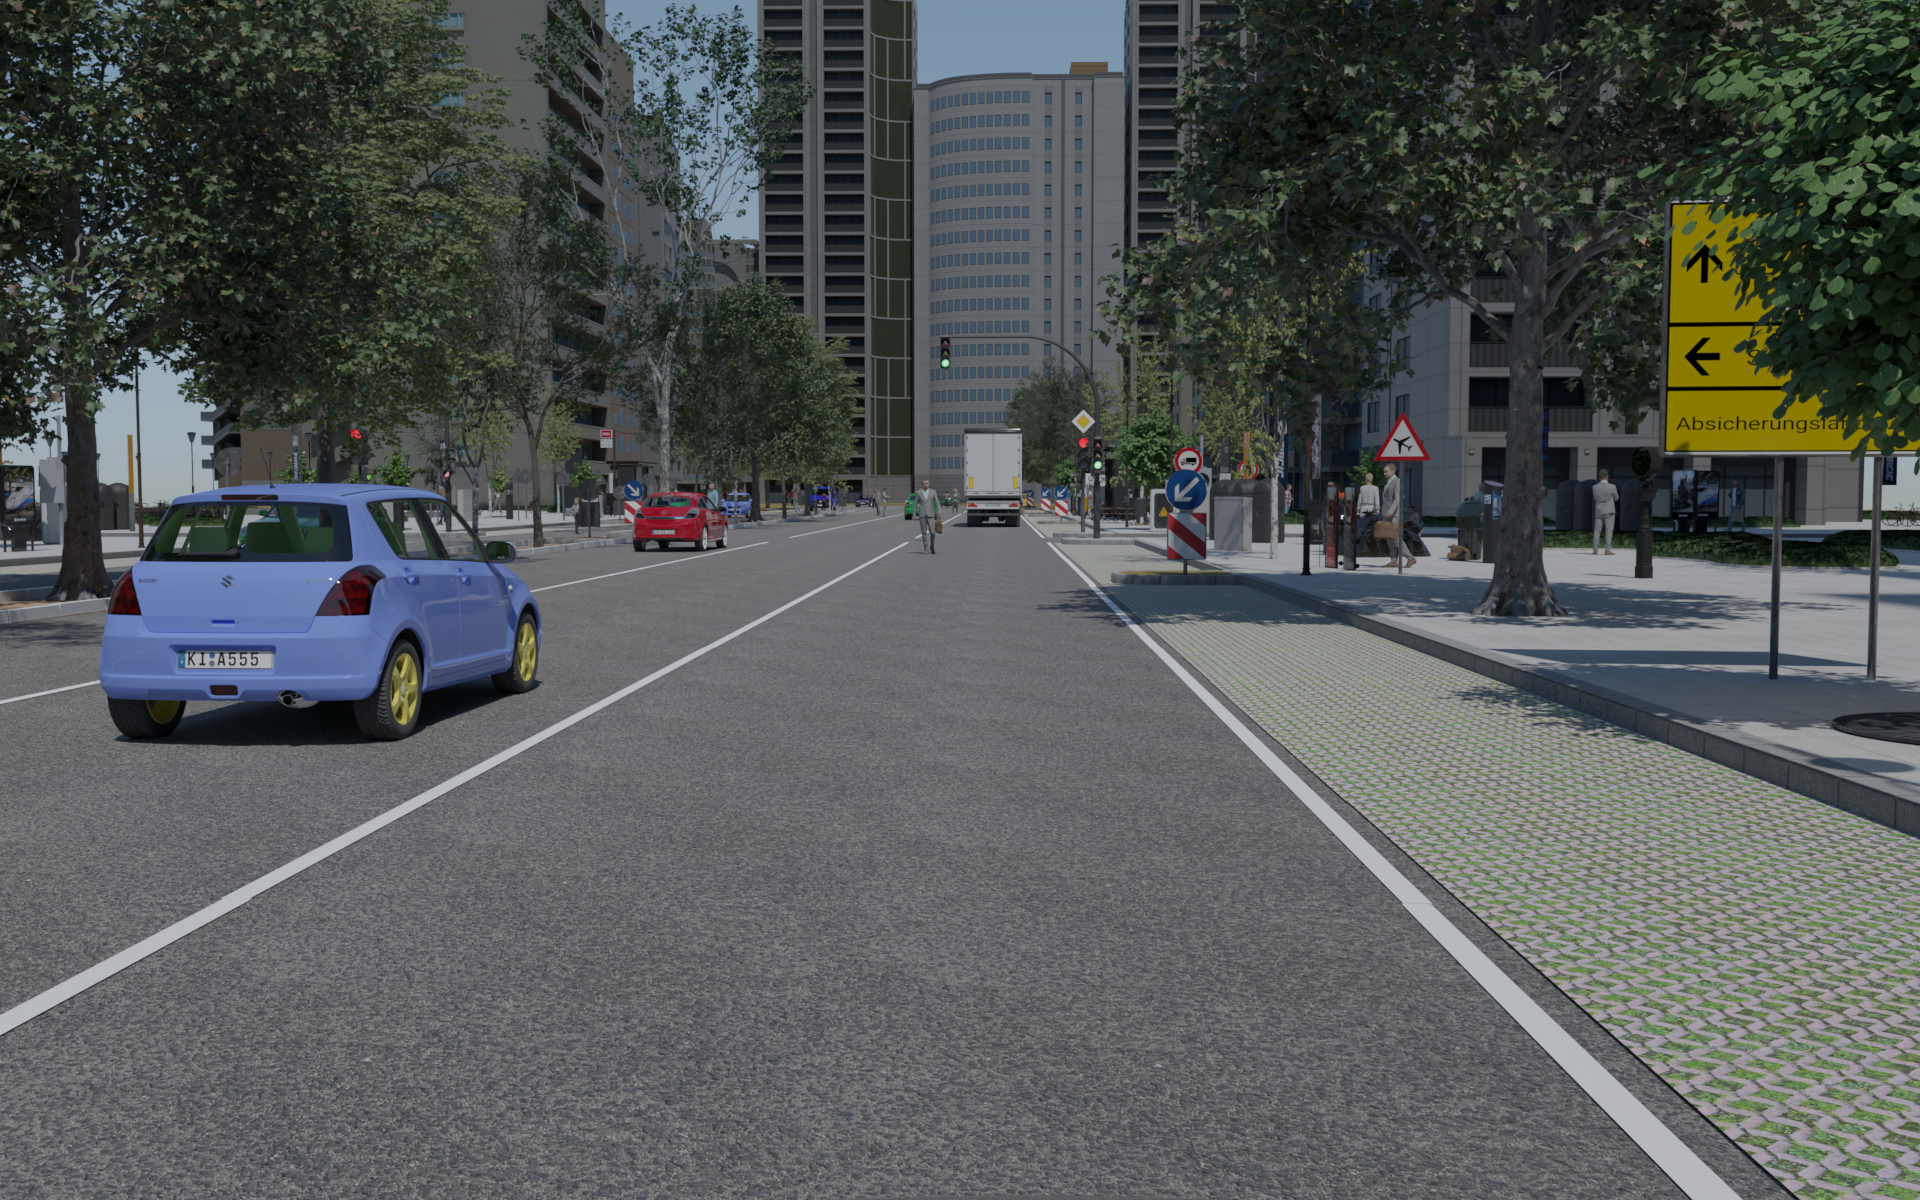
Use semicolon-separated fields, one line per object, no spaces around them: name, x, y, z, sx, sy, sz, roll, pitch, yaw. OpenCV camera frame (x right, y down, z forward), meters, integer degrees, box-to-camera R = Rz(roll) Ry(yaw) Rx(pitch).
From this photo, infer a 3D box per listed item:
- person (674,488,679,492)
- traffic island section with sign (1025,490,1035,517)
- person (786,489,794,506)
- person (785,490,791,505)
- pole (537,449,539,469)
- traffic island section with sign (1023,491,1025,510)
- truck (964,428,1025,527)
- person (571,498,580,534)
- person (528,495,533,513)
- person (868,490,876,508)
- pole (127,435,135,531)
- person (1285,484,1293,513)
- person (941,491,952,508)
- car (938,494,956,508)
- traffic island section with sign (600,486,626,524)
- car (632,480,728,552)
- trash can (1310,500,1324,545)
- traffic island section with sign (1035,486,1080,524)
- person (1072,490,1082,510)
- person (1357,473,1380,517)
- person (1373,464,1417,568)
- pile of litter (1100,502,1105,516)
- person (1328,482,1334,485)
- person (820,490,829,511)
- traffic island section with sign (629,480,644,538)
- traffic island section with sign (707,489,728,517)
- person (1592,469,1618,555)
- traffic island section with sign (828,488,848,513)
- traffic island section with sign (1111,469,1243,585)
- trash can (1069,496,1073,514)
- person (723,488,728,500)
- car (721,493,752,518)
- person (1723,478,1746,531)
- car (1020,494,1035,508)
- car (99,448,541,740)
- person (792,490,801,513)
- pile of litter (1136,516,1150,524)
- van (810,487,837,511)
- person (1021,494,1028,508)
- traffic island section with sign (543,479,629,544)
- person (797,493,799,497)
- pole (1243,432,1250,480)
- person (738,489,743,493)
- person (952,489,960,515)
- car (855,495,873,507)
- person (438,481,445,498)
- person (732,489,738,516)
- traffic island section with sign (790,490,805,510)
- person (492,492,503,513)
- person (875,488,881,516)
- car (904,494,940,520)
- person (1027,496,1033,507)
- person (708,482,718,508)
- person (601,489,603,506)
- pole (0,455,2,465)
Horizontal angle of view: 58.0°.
person;-19.585;-6.897;119.009;0.583;1.804;0.606;2;4;27
traffic island section with sign;5.278;-6.159;109.319;1.989;1.847;2.006;0;4;1
person;-17.604;-10.776;182.171;1.348;1.831;0.705;1;4;18
person;-20.251;-11.985;202.512;0.721;1.766;1.217;3;5;39
pole;-18.651;-5.040;76.251;0.158;3.312;0.155;0;3;0
traffic island section with sign;6.413;-9.261;160.043;1.989;1.847;2.006;0;4;1
truck;1.573;-5.523;79.211;2.839;4.237;11.283;0;4;2
person;-13.717;-3.019;62.136;0.475;1.303;0.640;-2;4;-27
person;-28.947;-6.491;116.838;0.362;1.253;0.373;1;4;12
person;-8.741;-10.303;176.971;1.348;1.823;0.705;1;4;10
pole;-28.448;-4.012;59.438;0.158;3.312;0.155;0;3;0
person;14.711;-4.352;78.041;0.643;1.720;0.563;0;4;2
person;-1.326;-10.313;177.824;1.217;1.736;0.721;1;4;14
car;-1.258;-10.340;180.858;2.131;1.459;4.920;0;4;0
traffic island section with sign;-16.335;-4.539;82.847;1.989;1.847;2.006;0;4;1
car;-7.149;-2.173;44.565;2.155;1.783;4.494;0;4;3
trash can;9.078;-1.972;43.893;0.748;1.137;0.748;0;3;0
traffic island section with sign;4.684;-4.510;82.370;1.989;1.847;2.006;0;4;1
person;7.311;-6.160;106.879;0.709;1.813;0.853;-1;4;-13
person;9.700;-2.134;41.285;0.694;1.780;0.624;3;4;37
person;7.506;-1.464;30.103;0.853;1.813;0.709;-1;4;-12
pile of litter;8.771;-5.396;102.188;1.719;0.858;1.176;-1;4;-20
person;16.915;-4.462;78.972;0.573;1.828;0.580;-1;4;-19
person;-10.749;-7.848;137.493;0.721;1.739;1.217;-3;5;-43
traffic island section with sign;-10.747;-3.036;57.769;2.006;1.907;1.989;0;4;1
traffic island section with sign;-15.726;-6.188;109.796;1.989;1.847;2.006;0;4;1
person;13.623;-1.856;36.566;0.511;1.800;0.466;2;4;28
traffic island section with sign;-9.080;-7.630;132.890;2.006;1.907;1.989;0;4;1
traffic island section with sign;3.470;-1.186;28.014;1.989;1.847;2.006;0;4;1
trash can;7.259;-5.957;109.054;0.748;1.137;0.748;0;3;0
person;-21.384;-9.317;158.345;0.705;1.831;1.348;-2;4;-33
car;-13.434;-5.825;104.831;1.945;1.707;3.694;0;4;1
person;26.043;-3.182;58.055;0.713;1.824;0.794;0;4;-7
car;6.423;-9.783;170.183;2.015;1.641;3.980;0;4;1
car;-3.999;-0.111;11.410;1.945;1.707;3.694;0;4;3
person;-12.437;-7.466;131.412;0.643;1.720;0.563;1;4;19
pile of litter;8.141;-3.786;75.859;1.176;0.858;1.719;1;4;11
van;-11.376;-8.551;144.188;2.240;2.365;5.245;0;4;1
person;5.088;-8.276;144.535;1.217;1.735;0.721;-2;4;-24
traffic island section with sign;-10.921;-2.583;50.364;2.006;1.907;1.989;0;4;1
person;-18.743;-11.700;200.557;0.991;1.433;0.599;1;4;22
pole;9.409;-3.856;56.881;0.158;3.312;0.155;0;3;0
person;-23.398;-10.916;184.530;1.348;1.822;0.705;0;4;4
person;-0.288;-6.570;116.109;0.537;1.800;0.526;2;4;26
car;-10.593;-10.962;191.803;1.945;1.354;3.894;0;4;3
person;-21.959;-4.133;73.528;0.656;1.842;0.836;3;4;38
person;-15.048;-6.506;115.047;0.419;1.800;0.721;-2;4;-26
traffic island section with sign;-14.620;-9.257;159.984;1.989;1.847;2.006;0;4;1
person;-32.012;-6.948;119.739;0.850;1.850;0.679;1;4;13
person;-5.417;-6.492;114.744;0.391;1.810;0.635;-1;4;-10
car;-2.126;-5.375;96.670;1.959;1.807;4.718;0;4;2
person;6.826;-9.688;167.425;0.721;1.766;1.217;2;4;35
person;-8.199;-3.023;57.795;0.748;1.841;0.638;-1;4;-21
person;-30.316;-8.553;146.611;1.217;1.735;0.721;-3;5;-42
pole;-27.492;-3.407;49.544;0.158;3.312;0.155;0;3;0
